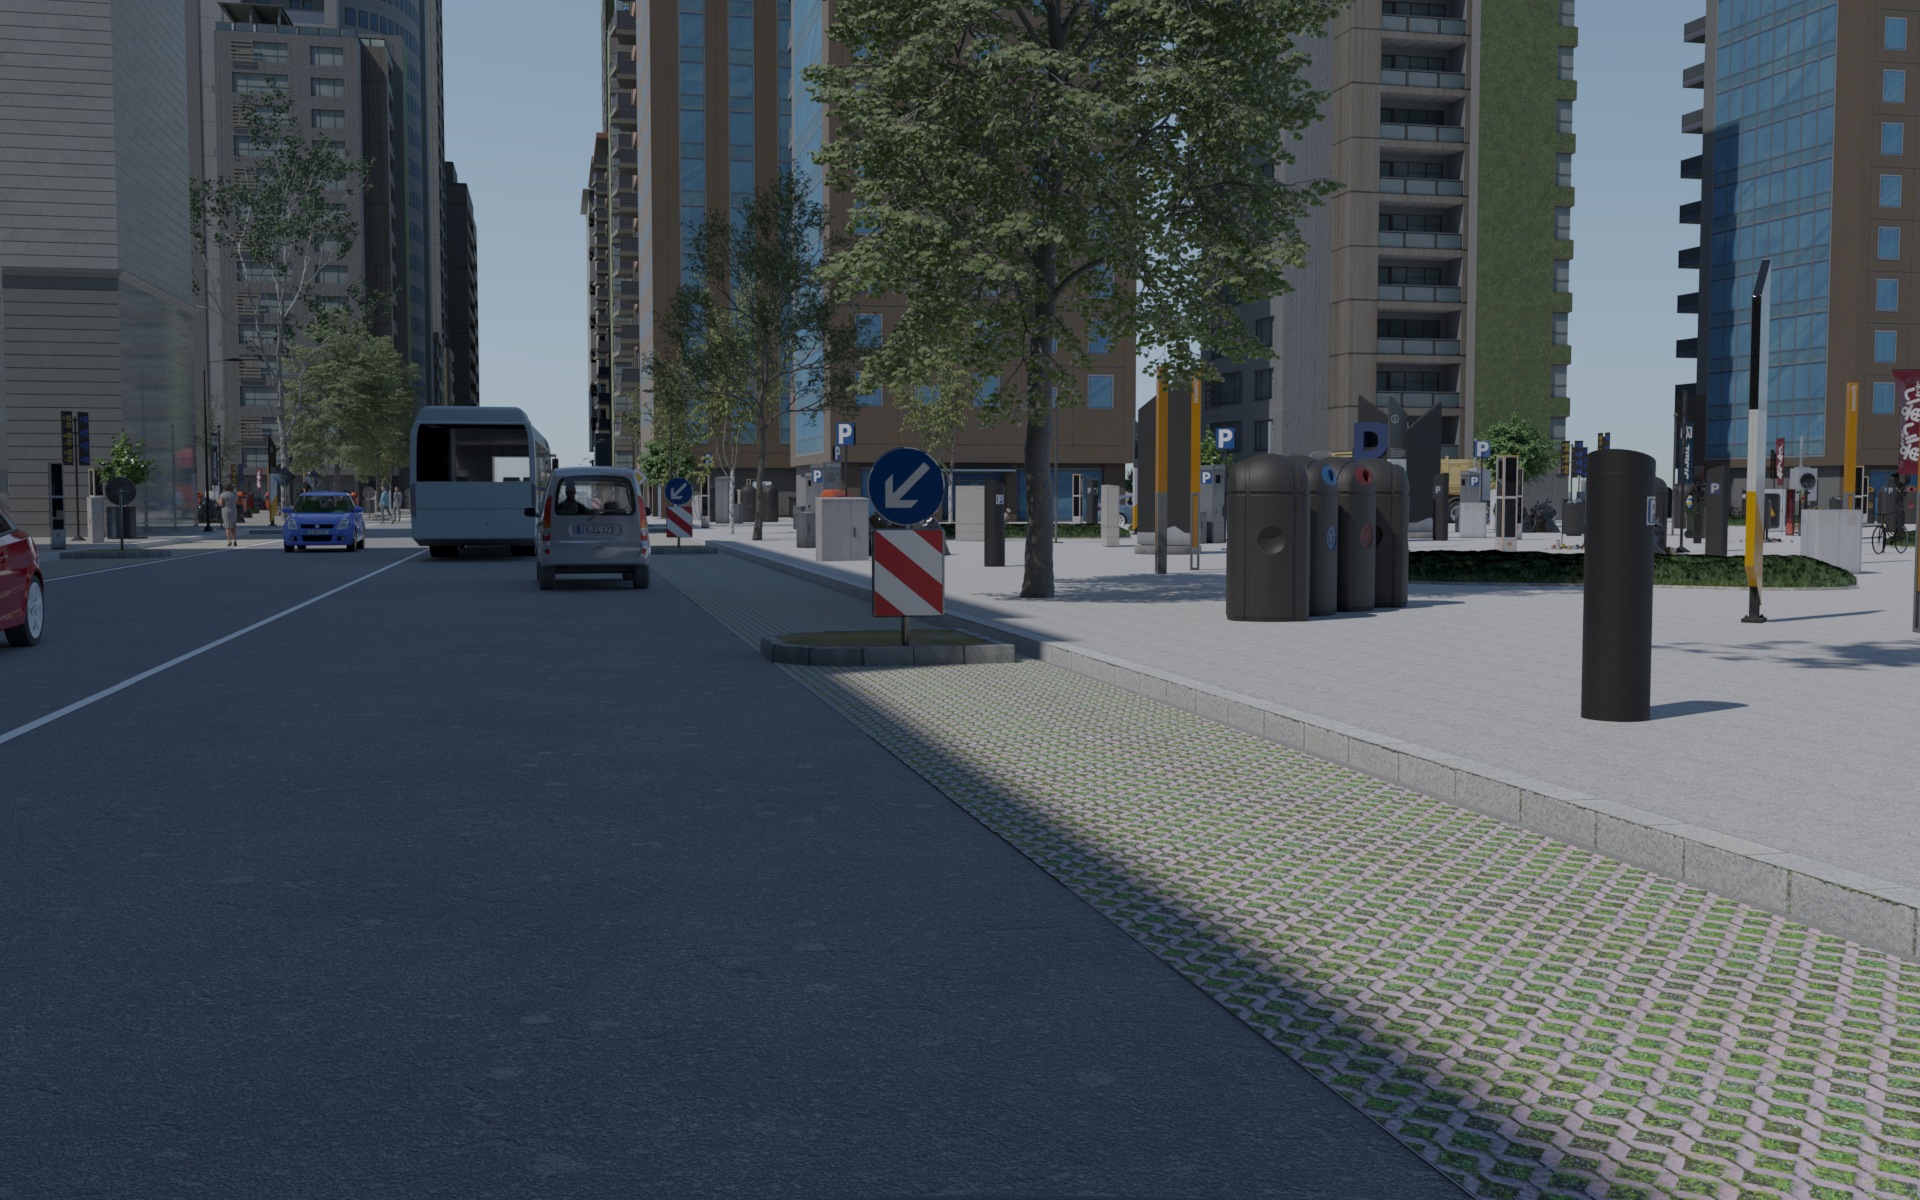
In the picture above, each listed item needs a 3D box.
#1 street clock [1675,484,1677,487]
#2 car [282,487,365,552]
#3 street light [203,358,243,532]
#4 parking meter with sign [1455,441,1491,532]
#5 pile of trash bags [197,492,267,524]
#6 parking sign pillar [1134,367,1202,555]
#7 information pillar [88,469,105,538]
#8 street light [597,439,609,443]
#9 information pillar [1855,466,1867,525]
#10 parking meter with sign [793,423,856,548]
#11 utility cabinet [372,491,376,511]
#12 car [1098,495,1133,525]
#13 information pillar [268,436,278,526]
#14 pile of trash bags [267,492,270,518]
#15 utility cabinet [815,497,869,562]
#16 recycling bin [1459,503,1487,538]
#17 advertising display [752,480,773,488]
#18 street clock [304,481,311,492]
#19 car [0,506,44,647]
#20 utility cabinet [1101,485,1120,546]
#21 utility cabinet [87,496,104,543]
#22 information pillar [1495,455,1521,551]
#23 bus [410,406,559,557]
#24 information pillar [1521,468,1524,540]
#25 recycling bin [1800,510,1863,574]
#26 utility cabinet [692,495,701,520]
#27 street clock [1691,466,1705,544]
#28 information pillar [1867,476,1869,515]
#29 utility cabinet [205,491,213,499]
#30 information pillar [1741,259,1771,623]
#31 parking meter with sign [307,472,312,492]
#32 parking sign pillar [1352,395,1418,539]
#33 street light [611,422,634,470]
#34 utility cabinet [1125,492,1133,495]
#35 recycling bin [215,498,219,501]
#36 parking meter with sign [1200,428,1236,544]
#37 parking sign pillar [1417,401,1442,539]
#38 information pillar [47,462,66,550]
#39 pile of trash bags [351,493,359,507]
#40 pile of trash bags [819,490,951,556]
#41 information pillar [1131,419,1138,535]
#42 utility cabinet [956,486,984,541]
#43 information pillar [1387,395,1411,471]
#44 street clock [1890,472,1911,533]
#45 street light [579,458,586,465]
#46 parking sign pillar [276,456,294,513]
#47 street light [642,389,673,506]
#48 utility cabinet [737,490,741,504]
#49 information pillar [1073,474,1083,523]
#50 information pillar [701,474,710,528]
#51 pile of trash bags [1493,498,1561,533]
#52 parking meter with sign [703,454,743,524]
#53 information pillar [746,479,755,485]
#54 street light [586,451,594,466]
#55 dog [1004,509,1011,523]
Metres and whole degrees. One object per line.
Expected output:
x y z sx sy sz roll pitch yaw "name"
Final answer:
47.564 -6.729 114.595 0.471 2.002 0.358 -1 4 -22 "street clock"
-16.105 -2.100 43.919 1.945 1.707 3.694 -1 4 -14 "car"
-25.144 -5.294 59.100 1.470 5.913 1.316 -1 4 -13 "street light"
16.935 -3.742 57.446 0.543 3.016 1.738 0 4 -8 "parking meter with sign"
-32.660 -4.111 76.962 1.912 1.369 3.447 0 4 4 "pile of trash bags"
4.468 -2.975 37.119 1.447 3.967 1.447 3 4 36 "parking sign pillar"
-25.332 -2.835 50.839 0.304 2.012 0.304 3 4 38 "information pillar"
-31.208 -11.009 152.539 1.470 5.913 1.316 -1 4 -13 "street light"
23.252 -2.478 45.003 0.304 2.012 0.304 1 4 9 "information pillar"
-3.251 -2.779 41.699 0.543 3.016 1.738 2 4 34 "parking meter with sign"
-44.578 -7.519 131.612 1.173 1.500 0.318 2 4 23 "utility cabinet"
7.812 -3.826 74.552 4.499 1.417 2.014 -1 4 -12 "car"
-27.704 -4.798 69.797 0.183 3.616 0.504 1 4 8 "information pillar"
-38.558 -5.099 93.129 3.447 1.369 1.912 -2 4 -28 "pile of trash bags"
-2.254 -1.350 33.226 1.020 1.237 0.306 -2 4 -32 "utility cabinet"
14.977 -2.327 50.597 0.722 1.027 0.722 1 4 12 "recycling bin"
-9.318 -4.673 81.619 0.974 1.923 0.123 0 4 2 "advertising display"
-36.151 -5.588 95.938 0.358 2.002 0.471 -3 5 -40 "street clock"
-9.221 -0.348 14.725 2.155 1.783 4.494 -1 4 -15 "car"
3.684 -2.061 42.381 0.318 1.500 1.173 0 4 -3 "utility cabinet"
-22.720 -2.100 45.497 0.306 1.237 1.020 -2 4 -32 "utility cabinet"
10.418 -1.744 33.010 0.304 2.012 0.304 -1 4 -10 "information pillar"
-11.564 -2.934 42.836 2.948 3.499 13.247 -1 4 -12 "bus"
15.513 -2.686 48.404 0.304 2.012 0.304 -1 4 -16 "information pillar"
14.082 -0.945 28.005 0.722 1.027 0.722 0 4 7 "recycling bin"
-12.623 -4.476 84.350 1.020 1.237 0.306 3 5 40 "utility cabinet"
19.138 -2.466 44.893 0.358 2.002 0.471 2 4 29 "street clock"
37.681 -4.146 72.283 0.304 2.012 0.304 0 4 7 "information pillar"
-56.149 -7.432 130.185 1.173 1.500 0.318 1 4 19 "utility cabinet"
7.908 -1.579 17.173 0.183 3.616 0.504 2 4 34 "information pillar"
-51.178 -8.546 135.995 0.543 3.016 1.738 0 4 -5 "parking meter with sign"
11.262 -3.568 46.805 1.447 3.967 1.447 -3 5 -45 "parking sign pillar"
-21.633 -8.512 111.712 1.470 5.913 1.316 -1 4 -13 "street light"
12.788 -7.345 128.763 1.173 1.500 0.318 2 4 26 "utility cabinet"
-53.111 -6.841 124.404 0.722 1.027 0.722 -1 4 -12 "recycling bin"
6.550 -2.991 45.170 0.543 3.016 1.738 2 4 35 "parking meter with sign"
13.309 -3.778 50.242 1.447 3.967 1.447 -2 4 -27 "parking sign pillar"
-20.920 -2.179 40.117 0.304 2.012 0.304 -2 4 -34 "information pillar"
-38.870 -6.087 109.270 1.912 1.369 3.447 0 4 7 "pile of trash bags"
-1.746 -1.572 35.449 1.912 1.369 3.447 2 4 32 "pile of trash bags"
5.658 -3.864 54.537 0.504 3.616 0.183 -2 4 -27 "information pillar"
0.485 -2.345 47.028 1.173 1.500 0.318 1 4 8 "utility cabinet"
10.357 -3.044 41.125 0.504 3.616 0.183 -1 4 -20 "information pillar"
30.417 -3.143 55.965 0.358 2.002 0.471 -1 4 -20 "street clock"
-49.756 -15.837 231.482 1.470 5.913 1.316 -1 4 -13 "street light"
-47.072 -8.071 120.430 1.447 3.967 1.447 -2 4 -27 "parking sign pillar"
-13.372 -6.384 76.925 1.470 5.913 1.316 -1 4 -13 "street light"
-11.499 -5.073 91.626 1.173 1.500 0.318 0 4 7 "utility cabinet"
4.348 -3.639 63.989 0.304 2.012 0.304 2 4 23 "information pillar"
-9.539 -3.696 64.918 0.304 2.012 0.304 0 4 1 "information pillar"
18.983 -2.986 58.576 1.912 1.369 3.447 0 4 3 "pile of trash bags"
-10.176 -4.799 74.730 1.738 3.016 0.543 2 4 23 "parking meter with sign"
-10.377 -4.981 85.936 0.304 2.012 0.304 3 5 44 "information pillar"
-39.283 -13.123 187.100 1.470 5.913 1.316 -1 4 -13 "street light"
1.917 -3.466 73.504 0.513 0.831 0.800 0 3 0 "dog"
